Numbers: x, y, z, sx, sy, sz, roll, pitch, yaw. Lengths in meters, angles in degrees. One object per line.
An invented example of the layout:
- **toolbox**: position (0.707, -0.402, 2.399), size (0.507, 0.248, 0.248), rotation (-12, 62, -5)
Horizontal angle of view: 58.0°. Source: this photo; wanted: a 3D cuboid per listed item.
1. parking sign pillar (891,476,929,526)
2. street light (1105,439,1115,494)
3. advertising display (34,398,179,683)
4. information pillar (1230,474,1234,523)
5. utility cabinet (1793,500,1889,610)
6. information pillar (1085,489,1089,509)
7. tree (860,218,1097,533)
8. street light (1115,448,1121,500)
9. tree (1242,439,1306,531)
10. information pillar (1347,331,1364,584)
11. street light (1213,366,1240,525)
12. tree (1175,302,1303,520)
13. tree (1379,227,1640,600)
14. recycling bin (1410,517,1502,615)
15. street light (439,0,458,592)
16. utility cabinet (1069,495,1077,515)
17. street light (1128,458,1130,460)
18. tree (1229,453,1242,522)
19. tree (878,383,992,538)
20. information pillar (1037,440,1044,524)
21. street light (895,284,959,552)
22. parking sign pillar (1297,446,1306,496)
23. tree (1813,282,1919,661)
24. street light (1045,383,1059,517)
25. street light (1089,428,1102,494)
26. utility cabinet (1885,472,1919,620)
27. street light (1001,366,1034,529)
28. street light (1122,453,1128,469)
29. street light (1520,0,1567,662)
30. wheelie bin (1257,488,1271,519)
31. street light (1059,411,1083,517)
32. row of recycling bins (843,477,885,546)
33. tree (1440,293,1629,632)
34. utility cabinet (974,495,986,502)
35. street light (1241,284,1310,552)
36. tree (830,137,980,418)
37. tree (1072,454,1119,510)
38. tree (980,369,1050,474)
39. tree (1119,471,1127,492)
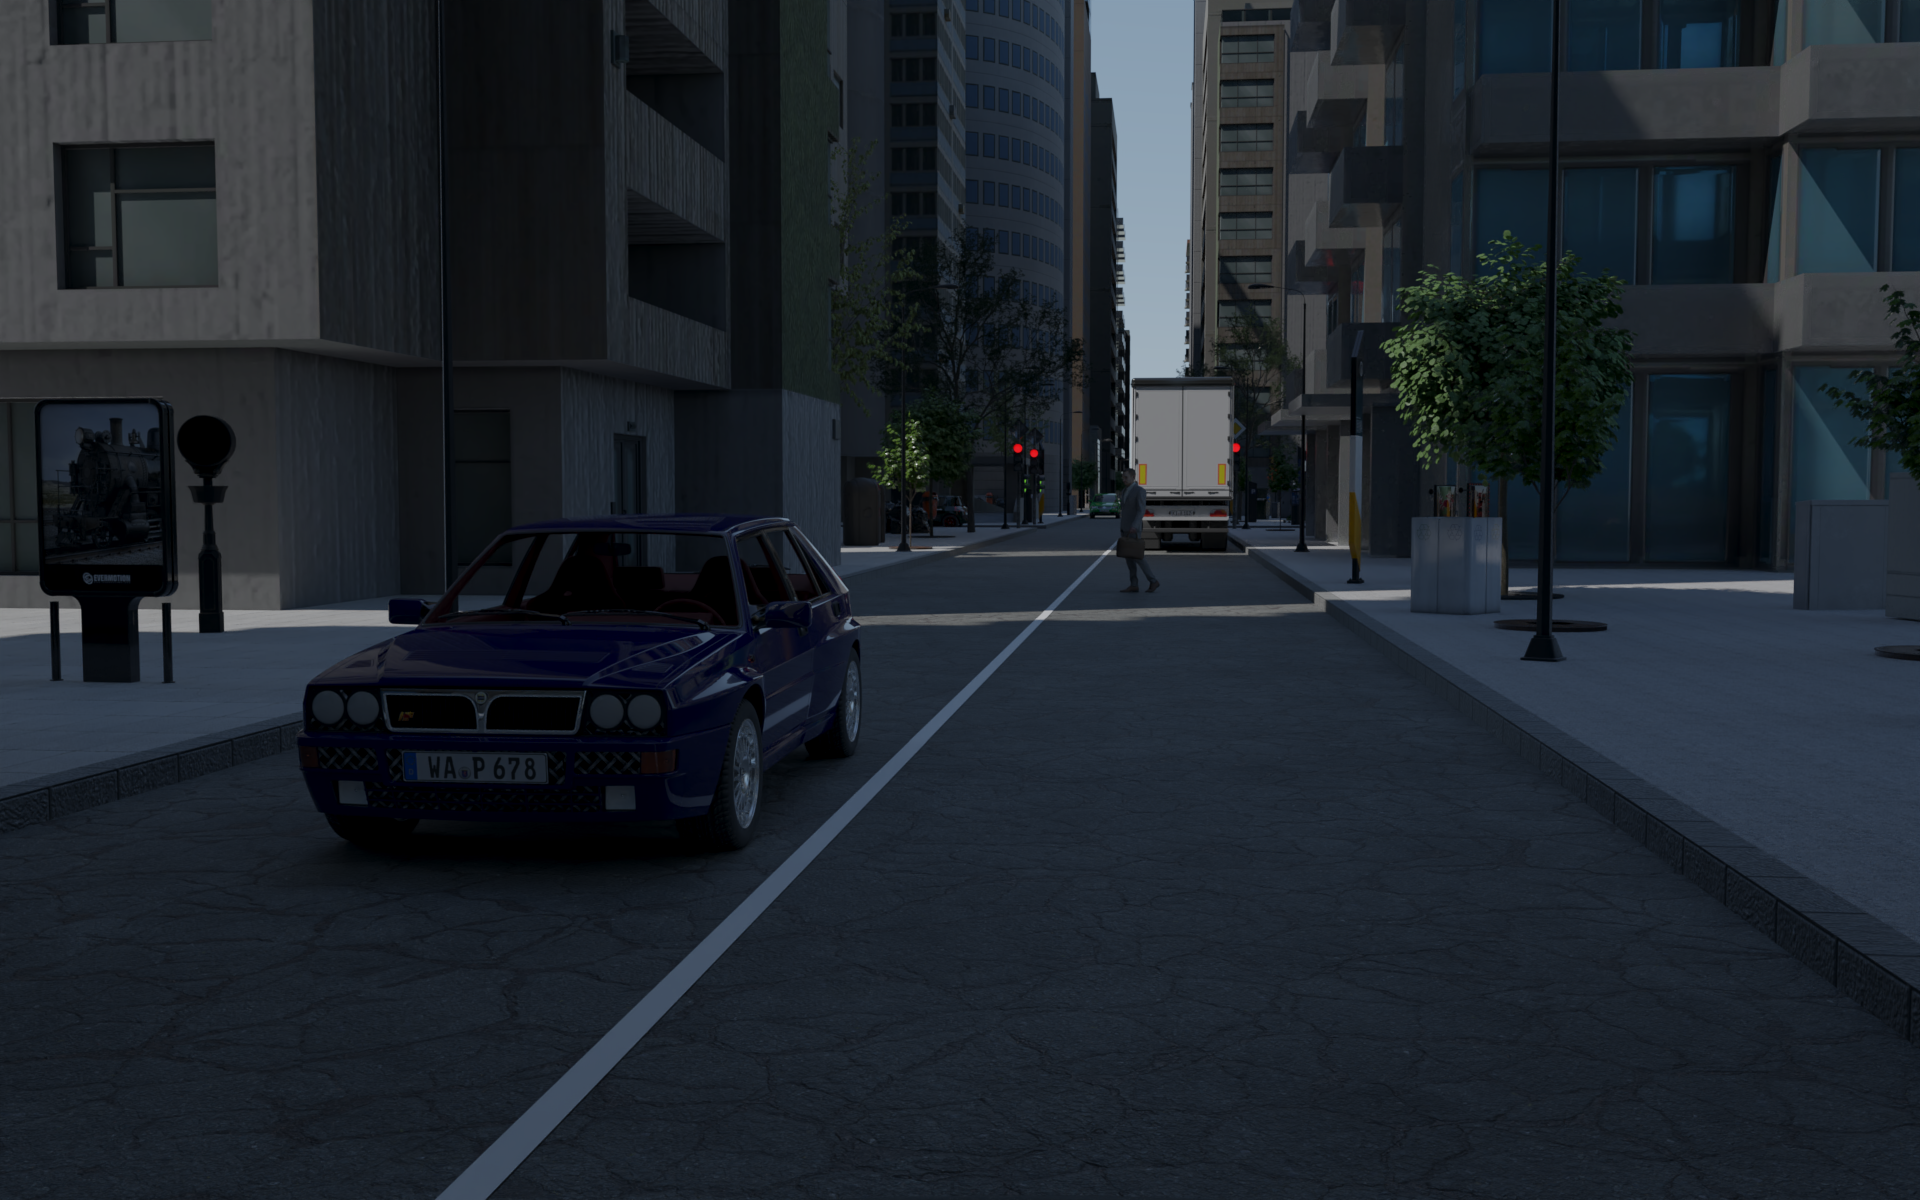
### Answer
- **parking sign pillar**: position (-1.877, -4.618, 63.973), size (1.447, 3.967, 1.447), rotation (1, 4, 9)
- **street light**: position (12.347, -10.765, 148.551), size (1.470, 5.913, 1.316), rotation (0, 4, 7)
- **advertising display**: position (-5.800, -0.402, 11.783), size (0.974, 1.923, 0.123), rotation (1, 4, 10)
- **information pillar**: position (12.015, -5.181, 76.067), size (0.183, 3.616, 0.504), rotation (-1, 4, -15)
- **utility cabinet**: position (9.843, -0.498, 19.302), size (1.020, 1.237, 0.306), rotation (0, 4, -8)
- **information pillar**: position (10.841, -8.755, 147.636), size (0.304, 2.012, 0.304), rotation (0, 4, -4)
- **tree**: position (0.462, -7.546, 57.788), size (8.767, 10.594, 7.601), rotation (1, 4, 10)
- **street light**: position (15.151, -12.261, 173.008), size (1.470, 5.913, 1.316), rotation (0, 4, 7)
- **tree**: position (11.125, -4.016, 60.270), size (1.663, 3.219, 1.824), rotation (0, 3, 0)
- **information pillar**: position (5.656, -2.041, 24.727), size (0.183, 3.616, 0.504), rotation (2, 4, 24)
- **street light**: position (9.895, -5.534, 63.021), size (1.470, 5.913, 1.316), rotation (0, 4, 7)
- **tree**: position (13.758, -9.226, 85.261), size (8.767, 10.594, 7.601), rotation (0, 4, 7)
- **tree**: position (6.864, -2.317, 21.591), size (4.285, 4.588, 4.351), rotation (0, 3, 0)
- **recycling bin**: position (5.377, -0.380, 18.770), size (0.722, 1.027, 0.722), rotation (-3, 5, -44)
- **street light**: position (-3.711, -2.551, 14.253), size (1.470, 5.913, 1.316), rotation (0, 4, 7)
- **utility cabinet**: position (6.995, -5.878, 107.270), size (0.306, 1.237, 1.020), rotation (1, 4, 15)
- **street light**: position (21.969, -15.819, 231.180), size (1.470, 5.913, 1.316), rotation (0, 4, 7)
- **tree**: position (13.027, -5.222, 79.983), size (1.663, 3.219, 1.824), rotation (0, 3, 0)
- **tree**: position (-0.762, -4.132, 51.267), size (4.285, 4.588, 4.351), rotation (0, 3, 0)
- **information pillar**: position (3.544, -5.140, 75.387), size (0.183, 3.616, 0.504), rotation (-1, 4, -17)
- **street light**: position (-0.718, -4.030, 38.437), size (1.470, 5.913, 1.316), rotation (0, 4, 7)
- **parking sign pillar**: position (19.332, -6.573, 95.934), size (1.447, 3.967, 1.447), rotation (1, 4, 16)
- **tree**: position (7.786, -1.148, 13.376), size (1.663, 3.219, 1.824), rotation (0, 3, 0)
- **street light**: position (3.261, -6.116, 72.533), size (1.470, 5.913, 1.316), rotation (0, 4, 7)
- **street light**: position (9.101, -9.141, 121.999), size (1.470, 5.913, 1.316), rotation (0, 4, 7)
- **utility cabinet**: position (9.768, -0.525, 17.270), size (0.318, 1.500, 1.173), rotation (0, 4, -6)
- **street light**: position (2.191, -5.533, 63.002), size (1.470, 5.913, 1.316), rotation (0, 4, 7)
- **street light**: position (18.115, -13.773, 197.735), size (1.470, 5.913, 1.316), rotation (0, 4, 7)
- **street light**: position (3.976, -2.492, 13.285), size (1.470, 5.913, 1.316), rotation (0, 4, 7)
- **wheelie bin**: position (15.277, -4.869, 87.520), size (0.980, 1.594, 0.693), rotation (2, 4, 33)
- **street light**: position (6.160, -7.613, 97.018), size (1.470, 5.913, 1.316), rotation (0, 4, 7)
- **row of recycling bins**: position (-2.476, -2.282, 44.423), size (1.069, 1.692, 3.534), rotation (0, 4, 1)
- **tree**: position (5.709, -1.345, 16.589), size (1.663, 3.219, 1.824), rotation (0, 3, 0)
- **utility cabinet**: position (1.164, -5.918, 107.925), size (1.020, 1.237, 0.306), rotation (-1, 4, -11)
- **street light**: position (7.047, -4.023, 38.309), size (1.470, 5.913, 1.316), rotation (0, 4, 7)
- **tree**: position (-2.832, -5.152, 34.591), size (4.737, 8.622, 4.395), rotation (0, 3, 0)
- **tree**: position (9.927, -9.668, 141.778), size (4.285, 4.588, 4.351), rotation (0, 3, 0)
- **tree**: position (2.816, -9.115, 99.389), size (4.737, 8.622, 4.395), rotation (0, 3, 0)
- **tree**: position (19.671, -14.411, 219.341), size (4.285, 4.588, 4.351), rotation (0, 3, 0)
